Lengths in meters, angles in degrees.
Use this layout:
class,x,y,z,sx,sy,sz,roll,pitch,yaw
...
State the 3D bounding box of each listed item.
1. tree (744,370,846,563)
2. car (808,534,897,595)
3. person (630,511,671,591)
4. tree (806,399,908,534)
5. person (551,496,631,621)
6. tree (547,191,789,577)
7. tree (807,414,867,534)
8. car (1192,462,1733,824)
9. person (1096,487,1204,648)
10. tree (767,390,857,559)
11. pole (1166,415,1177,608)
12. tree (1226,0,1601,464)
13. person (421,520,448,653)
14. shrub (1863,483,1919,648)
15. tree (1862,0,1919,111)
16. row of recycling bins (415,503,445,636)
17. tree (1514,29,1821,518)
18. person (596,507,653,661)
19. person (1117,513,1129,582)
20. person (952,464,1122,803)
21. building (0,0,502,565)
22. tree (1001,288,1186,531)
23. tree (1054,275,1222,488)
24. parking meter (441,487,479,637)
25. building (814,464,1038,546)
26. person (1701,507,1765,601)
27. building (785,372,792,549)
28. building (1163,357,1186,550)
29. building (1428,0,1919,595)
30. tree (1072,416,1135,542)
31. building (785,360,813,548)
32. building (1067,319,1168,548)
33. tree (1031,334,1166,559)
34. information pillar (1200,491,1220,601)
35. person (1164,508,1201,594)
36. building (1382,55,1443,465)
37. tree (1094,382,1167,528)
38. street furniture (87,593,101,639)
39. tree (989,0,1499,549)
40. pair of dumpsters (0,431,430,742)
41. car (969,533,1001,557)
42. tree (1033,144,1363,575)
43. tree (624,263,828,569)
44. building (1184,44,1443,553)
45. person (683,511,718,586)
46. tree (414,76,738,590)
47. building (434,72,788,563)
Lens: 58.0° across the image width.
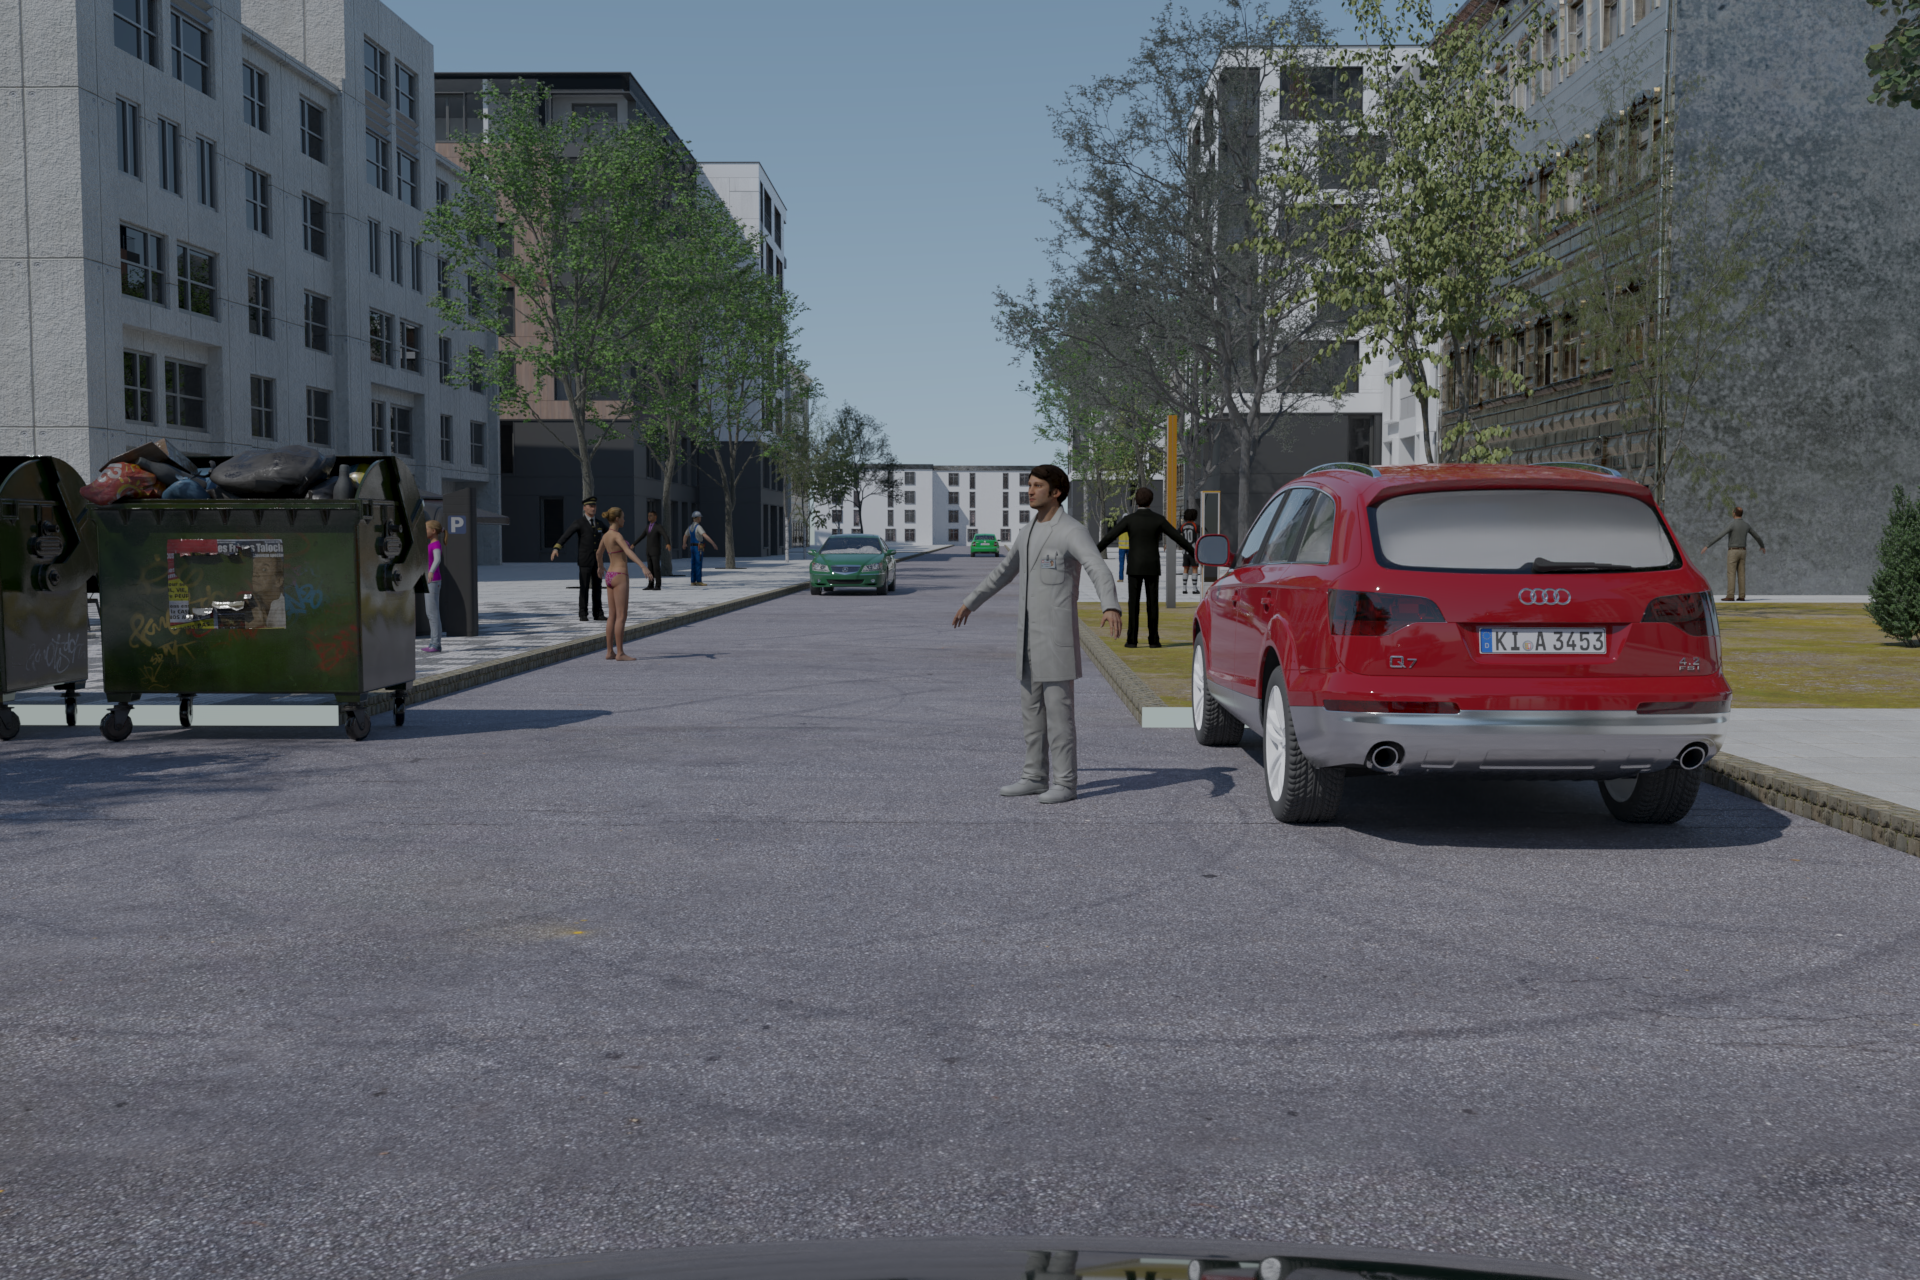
class,x,y,z,sx,sy,sz,roll,pitch,yaw
tree,-7.926,-7.747,77.023,4.360,8.622,3.978,0,3,0
car,-2.569,-1.857,42.158,2.131,1.459,4.920,0,4,2
person,-6.990,-2.027,39.370,1.346,1.802,0.704,3,4,39
tree,-7.034,-11.343,119.875,7.601,10.594,8.767,1,4,15
person,-5.443,-1.201,25.578,1.347,1.837,0.705,-3,4,-39
tree,-8.731,-7.723,52.024,9.928,11.665,9.643,0,3,0
tree,-7.542,-9.549,106.496,4.737,8.622,4.395,0,3,0
car,2.592,-0.089,10.121,2.281,1.827,5.304,0,4,1
person,2.070,-0.816,19.530,1.347,1.806,0.705,0,4,5
tree,-7.705,-8.434,88.258,4.737,8.622,4.395,0,3,0
pole,3.644,-2.202,29.851,0.158,3.312,0.155,0,3,0
tree,5.483,-4.271,20.190,4.737,8.622,4.395,0,3,0
person,-5.786,-0.583,18.802,0.599,1.433,0.991,-1,4,-22
shrub,11.066,-0.925,19.539,1.690,2.028,1.600,0,3,0
tree,8.607,-6.279,9.318,9.857,13.997,8.962,0,3,0
row of recycling bins,-7.145,-0.938,22.454,1.069,1.692,3.534,0,4,1
tree,10.242,-4.633,26.112,4.360,8.622,3.978,0,3,0
person,-3.830,-0.638,19.693,0.721,1.733,1.217,-3,4,-38
person,4.413,-2.457,46.144,1.349,1.833,0.705,0,4,-4
person,0.450,-0.045,9.373,0.705,1.806,1.347,-3,4,-38
building,-27.647,-11.529,54.955,16.747,18.905,31.486,0,4,2
tree,9.189,-15.932,116.378,12.611,20.169,13.585,0,3,0
tree,7.273,-8.759,68.957,9.928,11.665,9.643,0,3,0
parking meter,-6.265,-0.977,21.685,0.399,1.863,0.255,0,4,1
building,-3.512,-16.126,208.271,28.070,9.664,9.099,0,4,-4
person,14.820,-1.640,33.082,1.348,1.796,0.705,-1,4,-11
building,-23.226,-16.452,135.453,16.747,18.905,31.486,0,4,0
building,26.778,-18.989,141.405,19.493,23.208,18.063,0,4,2
building,24.016,-13.060,44.457,19.493,23.208,18.063,0,4,1
tree,7.701,-8.879,95.530,4.360,8.622,3.978,0,3,0
building,-24.347,-20.219,161.510,19.493,23.208,18.063,0,4,2
building,24.957,-20.465,178.576,27.936,21.610,32.646,0,4,2
tree,7.163,-9.910,87.781,9.928,11.665,9.643,0,3,0
information pillar,4.293,-1.544,29.742,0.304,2.012,0.304,0,4,2
person,4.940,-1.886,36.977,1.345,1.843,0.704,2,4,31
building,22.527,-13.061,69.971,16.016,20.090,11.380,0,4,1
tree,7.807,-7.818,78.183,4.737,8.622,4.395,0,3,0
street furniture,-24.647,-1.079,22.667,27.439,1.986,14.083,1,4,19
tree,6.187,-7.764,37.310,12.009,13.543,11.850,0,3,0
pair of dumpsters,-6.201,-0.454,12.373,4.436,2.255,1.574,0,4,1
car,1.557,-6.063,107.930,1.959,1.807,4.718,0,4,1
tree,7.353,-8.780,53.917,12.009,13.543,11.850,0,3,0
tree,-8.482,-8.414,63.321,9.928,11.665,9.643,0,3,0
building,25.294,-14.976,88.838,27.936,21.610,32.646,0,4,1
person,-6.480,-2.259,42.789,1.347,1.847,0.705,3,5,45
tree,-8.814,-7.010,40.371,9.928,11.665,9.643,0,3,0
building,-24.946,-15.250,93.310,27.936,21.610,32.646,0,4,0
